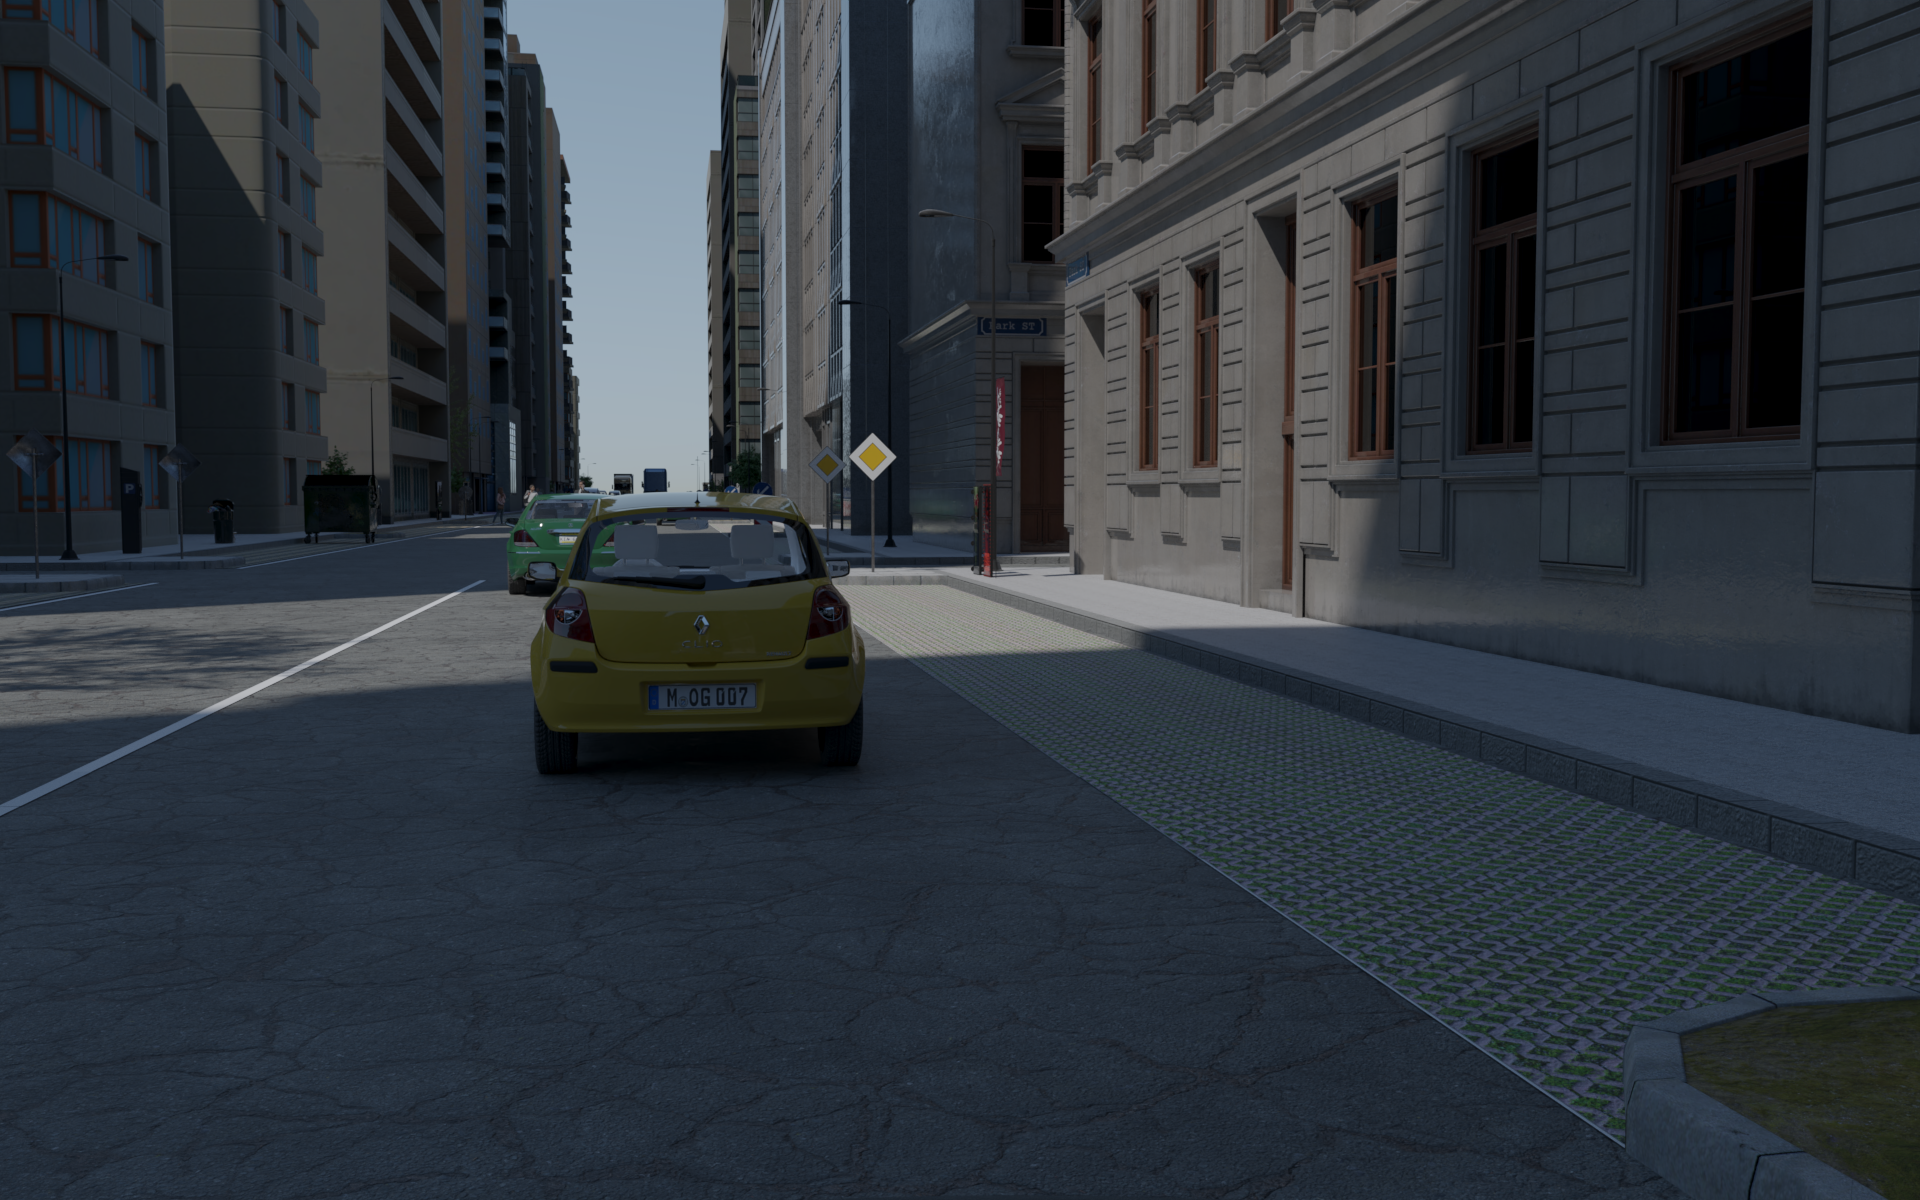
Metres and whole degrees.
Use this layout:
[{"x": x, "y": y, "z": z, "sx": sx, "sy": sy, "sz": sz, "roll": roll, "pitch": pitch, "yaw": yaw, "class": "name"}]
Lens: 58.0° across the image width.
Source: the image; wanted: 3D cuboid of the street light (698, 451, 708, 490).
[{"x": -28.829, "y": -13.785, "z": 197.926, "sx": 1.470, "sy": 5.913, "sz": 1.316, "roll": -1, "pitch": 4, "yaw": -10, "class": "street light"}]

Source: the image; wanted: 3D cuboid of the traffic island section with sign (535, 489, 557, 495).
[{"x": -32.187, "y": -7.594, "z": 132.788, "sx": 1.989, "sy": 1.847, "sz": 2.006, "roll": -1, "pitch": 4, "yaw": -10, "class": "traffic island section with sign"}]

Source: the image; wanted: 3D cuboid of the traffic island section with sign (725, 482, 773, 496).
[{"x": -6.668, "y": -2.977, "z": 57.294, "sx": 1.989, "sy": 1.847, "sz": 2.006, "roll": -1, "pitch": 4, "yaw": -10, "class": "traffic island section with sign"}]

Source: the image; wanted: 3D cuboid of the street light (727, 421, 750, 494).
[{"x": -13.961, "y": -8.416, "z": 110.144, "sx": 1.470, "sy": 5.913, "sz": 1.316, "roll": -1, "pitch": 4, "yaw": -10, "class": "street light"}]

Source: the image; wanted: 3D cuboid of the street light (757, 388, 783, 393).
[{"x": -8.182, "y": -6.324, "z": 75.946, "sx": 1.470, "sy": 5.913, "sz": 1.316, "roll": -1, "pitch": 4, "yaw": -10, "class": "street light"}]

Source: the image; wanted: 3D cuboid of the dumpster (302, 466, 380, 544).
[{"x": -17.887, "y": -2.758, "z": 50.038, "sx": 1.985, "sy": 2.255, "sz": 1.502, "roll": -1, "pitch": 4, "yaw": -8, "class": "dumpster"}]

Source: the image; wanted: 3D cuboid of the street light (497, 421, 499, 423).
[{"x": -29.817, "y": -8.382, "z": 109.581, "sx": 1.470, "sy": 5.913, "sz": 1.316, "roll": -1, "pitch": 4, "yaw": -10, "class": "street light"}]

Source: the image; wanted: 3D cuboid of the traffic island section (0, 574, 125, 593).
[{"x": -14.017, "y": -0.244, "z": 26.274, "sx": 2.009, "sy": 0.180, "sz": 2.903, "roll": -1, "pitch": 4, "yaw": -10, "class": "traffic island section"}]

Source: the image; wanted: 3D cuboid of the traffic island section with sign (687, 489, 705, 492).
[{"x": -24.272, "y": -9.291, "z": 160.541, "sx": 1.989, "sy": 1.847, "sz": 2.006, "roll": -1, "pitch": 4, "yaw": -10, "class": "traffic island section with sign"}]

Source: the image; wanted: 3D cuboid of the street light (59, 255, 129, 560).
[{"x": -16.819, "y": -3.738, "z": 33.654, "sx": 1.470, "sy": 5.913, "sz": 1.316, "roll": -1, "pitch": 4, "yaw": -10, "class": "street light"}]

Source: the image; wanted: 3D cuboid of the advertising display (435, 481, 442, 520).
[{"x": -25.482, "y": -4.860, "z": 84.671, "sx": 0.123, "sy": 1.923, "sz": 0.974, "roll": 0, "pitch": 4, "yaw": -4, "class": "advertising display"}]

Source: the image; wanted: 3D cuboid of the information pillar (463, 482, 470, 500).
[{"x": -29.729, "y": -6.111, "z": 104.400, "sx": 0.304, "sy": 2.012, "sz": 0.304, "roll": 0, "pitch": 4, "yaw": -3, "class": "information pillar"}]

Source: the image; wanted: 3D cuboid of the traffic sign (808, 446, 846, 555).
[{"x": -2.770, "y": -1.991, "z": 36.202, "sx": 0.795, "sy": 2.450, "sz": 0.064, "roll": -1, "pitch": 4, "yaw": -10, "class": "traffic sign"}]

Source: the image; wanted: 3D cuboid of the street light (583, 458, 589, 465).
[{"x": -49.589, "y": -15.501, "z": 225.974, "sx": 1.470, "sy": 5.913, "sz": 1.316, "roll": -1, "pitch": 4, "yaw": -10, "class": "street light"}]

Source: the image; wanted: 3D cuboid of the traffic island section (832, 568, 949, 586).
[{"x": -1.407, "y": -0.375, "z": 28.411, "sx": 2.009, "sy": 0.180, "sz": 2.903, "roll": -1, "pitch": 4, "yaw": -10, "class": "traffic island section"}]

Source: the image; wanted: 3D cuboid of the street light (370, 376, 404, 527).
[{"x": -22.639, "y": -5.863, "z": 68.407, "sx": 1.470, "sy": 5.913, "sz": 1.316, "roll": -1, "pitch": 4, "yaw": -10, "class": "street light"}]

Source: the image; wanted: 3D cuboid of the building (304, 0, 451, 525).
[{"x": -36.140, "y": -27.891, "z": 79.725, "sx": 21.300, "sy": 48.544, "sz": 21.600, "roll": -1, "pitch": 4, "yaw": -10, "class": "building"}]

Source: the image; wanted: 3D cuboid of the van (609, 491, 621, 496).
[{"x": -42.519, "y": -12.599, "z": 212.999, "sx": 2.013, "sy": 2.044, "sz": 4.112, "roll": -1, "pitch": 4, "yaw": -8, "class": "van"}]

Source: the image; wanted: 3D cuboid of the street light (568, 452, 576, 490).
[{"x": -43.520, "y": -13.369, "z": 191.116, "sx": 1.470, "sy": 5.913, "sz": 1.316, "roll": -1, "pitch": 4, "yaw": -10, "class": "street light"}]

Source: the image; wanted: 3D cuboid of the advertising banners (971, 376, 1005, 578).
[{"x": 0.433, "y": -1.869, "z": 26.749, "sx": 0.090, "sy": 3.025, "sz": 2.074, "roll": -1, "pitch": 4, "yaw": -12, "class": "advertising banners"}]

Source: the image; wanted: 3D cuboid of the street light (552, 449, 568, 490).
[{"x": -41.384, "y": -12.574, "z": 178.128, "sx": 1.470, "sy": 5.913, "sz": 1.316, "roll": -1, "pitch": 4, "yaw": -10, "class": "street light"}]

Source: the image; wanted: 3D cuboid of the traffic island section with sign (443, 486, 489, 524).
[{"x": -23.759, "y": -4.567, "z": 83.297, "sx": 1.989, "sy": 1.847, "sz": 2.006, "roll": -1, "pitch": 4, "yaw": -10, "class": "traffic island section with sign"}]

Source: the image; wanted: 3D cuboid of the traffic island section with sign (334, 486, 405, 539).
[{"x": -19.149, "y": -2.916, "z": 56.310, "sx": 1.989, "sy": 1.847, "sz": 2.006, "roll": -1, "pitch": 4, "yaw": -10, "class": "traffic island section with sign"}]

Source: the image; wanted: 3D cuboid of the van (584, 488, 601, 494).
[{"x": -24.089, "y": -6.448, "z": 112.435, "sx": 2.013, "sy": 2.044, "sz": 4.112, "roll": -1, "pitch": 4, "yaw": -10, "class": "van"}]

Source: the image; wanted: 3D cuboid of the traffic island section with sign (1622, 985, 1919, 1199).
[{"x": 2.501, "y": 0.316, "z": 3.468, "sx": 1.989, "sy": 1.847, "sz": 2.006, "roll": -1, "pitch": 4, "yaw": -10, "class": "traffic island section with sign"}]

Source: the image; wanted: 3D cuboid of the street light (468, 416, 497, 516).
[{"x": -28.591, "y": -7.988, "z": 103.139, "sx": 1.470, "sy": 5.913, "sz": 1.316, "roll": -1, "pitch": 4, "yaw": -10, "class": "street light"}]

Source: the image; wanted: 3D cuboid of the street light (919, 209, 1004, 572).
[{"x": 0.018, "y": -3.424, "z": 28.527, "sx": 1.470, "sy": 5.913, "sz": 1.316, "roll": -1, "pitch": 4, "yaw": -10, "class": "street light"}]

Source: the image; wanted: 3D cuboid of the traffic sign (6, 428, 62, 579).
[{"x": -13.996, "y": -1.381, "z": 26.216, "sx": 0.795, "sy": 2.450, "sz": 0.064, "roll": -1, "pitch": 4, "yaw": -10, "class": "traffic sign"}]

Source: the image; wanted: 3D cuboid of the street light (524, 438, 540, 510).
[{"x": -35.561, "y": -10.483, "z": 143.938, "sx": 1.470, "sy": 5.913, "sz": 1.316, "roll": -1, "pitch": 4, "yaw": -10, "class": "street light"}]

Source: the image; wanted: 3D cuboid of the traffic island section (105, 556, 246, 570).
[{"x": -15.359, "y": -0.726, "z": 34.146, "sx": 2.009, "sy": 0.180, "sz": 2.903, "roll": -1, "pitch": 4, "yaw": -10, "class": "traffic island section"}]

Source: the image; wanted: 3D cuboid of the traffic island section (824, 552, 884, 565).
[{"x": -2.748, "y": -0.856, "z": 36.283, "sx": 2.009, "sy": 0.180, "sz": 2.903, "roll": -1, "pitch": 4, "yaw": -10, "class": "traffic island section"}]

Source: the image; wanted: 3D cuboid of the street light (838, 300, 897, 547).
[{"x": -2.227, "y": -4.225, "z": 41.624, "sx": 1.470, "sy": 5.913, "sz": 1.316, "roll": -1, "pitch": 4, "yaw": -10, "class": "street light"}]

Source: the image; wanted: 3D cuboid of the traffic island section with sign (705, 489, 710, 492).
[{"x": -11.198, "y": -4.602, "z": 83.868, "sx": 1.989, "sy": 1.847, "sz": 2.006, "roll": -1, "pitch": 4, "yaw": -10, "class": "traffic island section with sign"}]

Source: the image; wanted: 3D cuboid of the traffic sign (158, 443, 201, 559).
[{"x": -15.337, "y": -1.862, "z": 34.088, "sx": 0.795, "sy": 2.450, "sz": 0.064, "roll": -1, "pitch": 4, "yaw": -10, "class": "traffic sign"}]

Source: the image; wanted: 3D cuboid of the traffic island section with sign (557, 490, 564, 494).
[{"x": -36.723, "y": -9.219, "z": 159.360, "sx": 1.989, "sy": 1.847, "sz": 2.006, "roll": -1, "pitch": 4, "yaw": -10, "class": "traffic island section with sign"}]

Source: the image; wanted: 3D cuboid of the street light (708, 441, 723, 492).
[{"x": -20.960, "y": -10.912, "z": 150.945, "sx": 1.470, "sy": 5.913, "sz": 1.316, "roll": -1, "pitch": 4, "yaw": -10, "class": "street light"}]

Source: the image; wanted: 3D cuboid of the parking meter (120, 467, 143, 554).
[{"x": -17.815, "y": -1.930, "z": 37.263, "sx": 0.399, "sy": 1.863, "sz": 0.255, "roll": -1, "pitch": 4, "yaw": -15, "class": "parking meter"}]

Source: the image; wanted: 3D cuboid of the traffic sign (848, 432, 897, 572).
[{"x": -1.428, "y": -1.510, "z": 28.330, "sx": 0.795, "sy": 2.450, "sz": 0.064, "roll": -1, "pitch": 4, "yaw": -10, "class": "traffic sign"}]

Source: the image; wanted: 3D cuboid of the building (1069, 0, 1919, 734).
[{"x": 8.311, "y": -11.181, "z": 18.966, "sx": 11.583, "sy": 22.565, "sz": 21.152, "roll": -1, "pitch": 4, "yaw": -10, "class": "building"}]
